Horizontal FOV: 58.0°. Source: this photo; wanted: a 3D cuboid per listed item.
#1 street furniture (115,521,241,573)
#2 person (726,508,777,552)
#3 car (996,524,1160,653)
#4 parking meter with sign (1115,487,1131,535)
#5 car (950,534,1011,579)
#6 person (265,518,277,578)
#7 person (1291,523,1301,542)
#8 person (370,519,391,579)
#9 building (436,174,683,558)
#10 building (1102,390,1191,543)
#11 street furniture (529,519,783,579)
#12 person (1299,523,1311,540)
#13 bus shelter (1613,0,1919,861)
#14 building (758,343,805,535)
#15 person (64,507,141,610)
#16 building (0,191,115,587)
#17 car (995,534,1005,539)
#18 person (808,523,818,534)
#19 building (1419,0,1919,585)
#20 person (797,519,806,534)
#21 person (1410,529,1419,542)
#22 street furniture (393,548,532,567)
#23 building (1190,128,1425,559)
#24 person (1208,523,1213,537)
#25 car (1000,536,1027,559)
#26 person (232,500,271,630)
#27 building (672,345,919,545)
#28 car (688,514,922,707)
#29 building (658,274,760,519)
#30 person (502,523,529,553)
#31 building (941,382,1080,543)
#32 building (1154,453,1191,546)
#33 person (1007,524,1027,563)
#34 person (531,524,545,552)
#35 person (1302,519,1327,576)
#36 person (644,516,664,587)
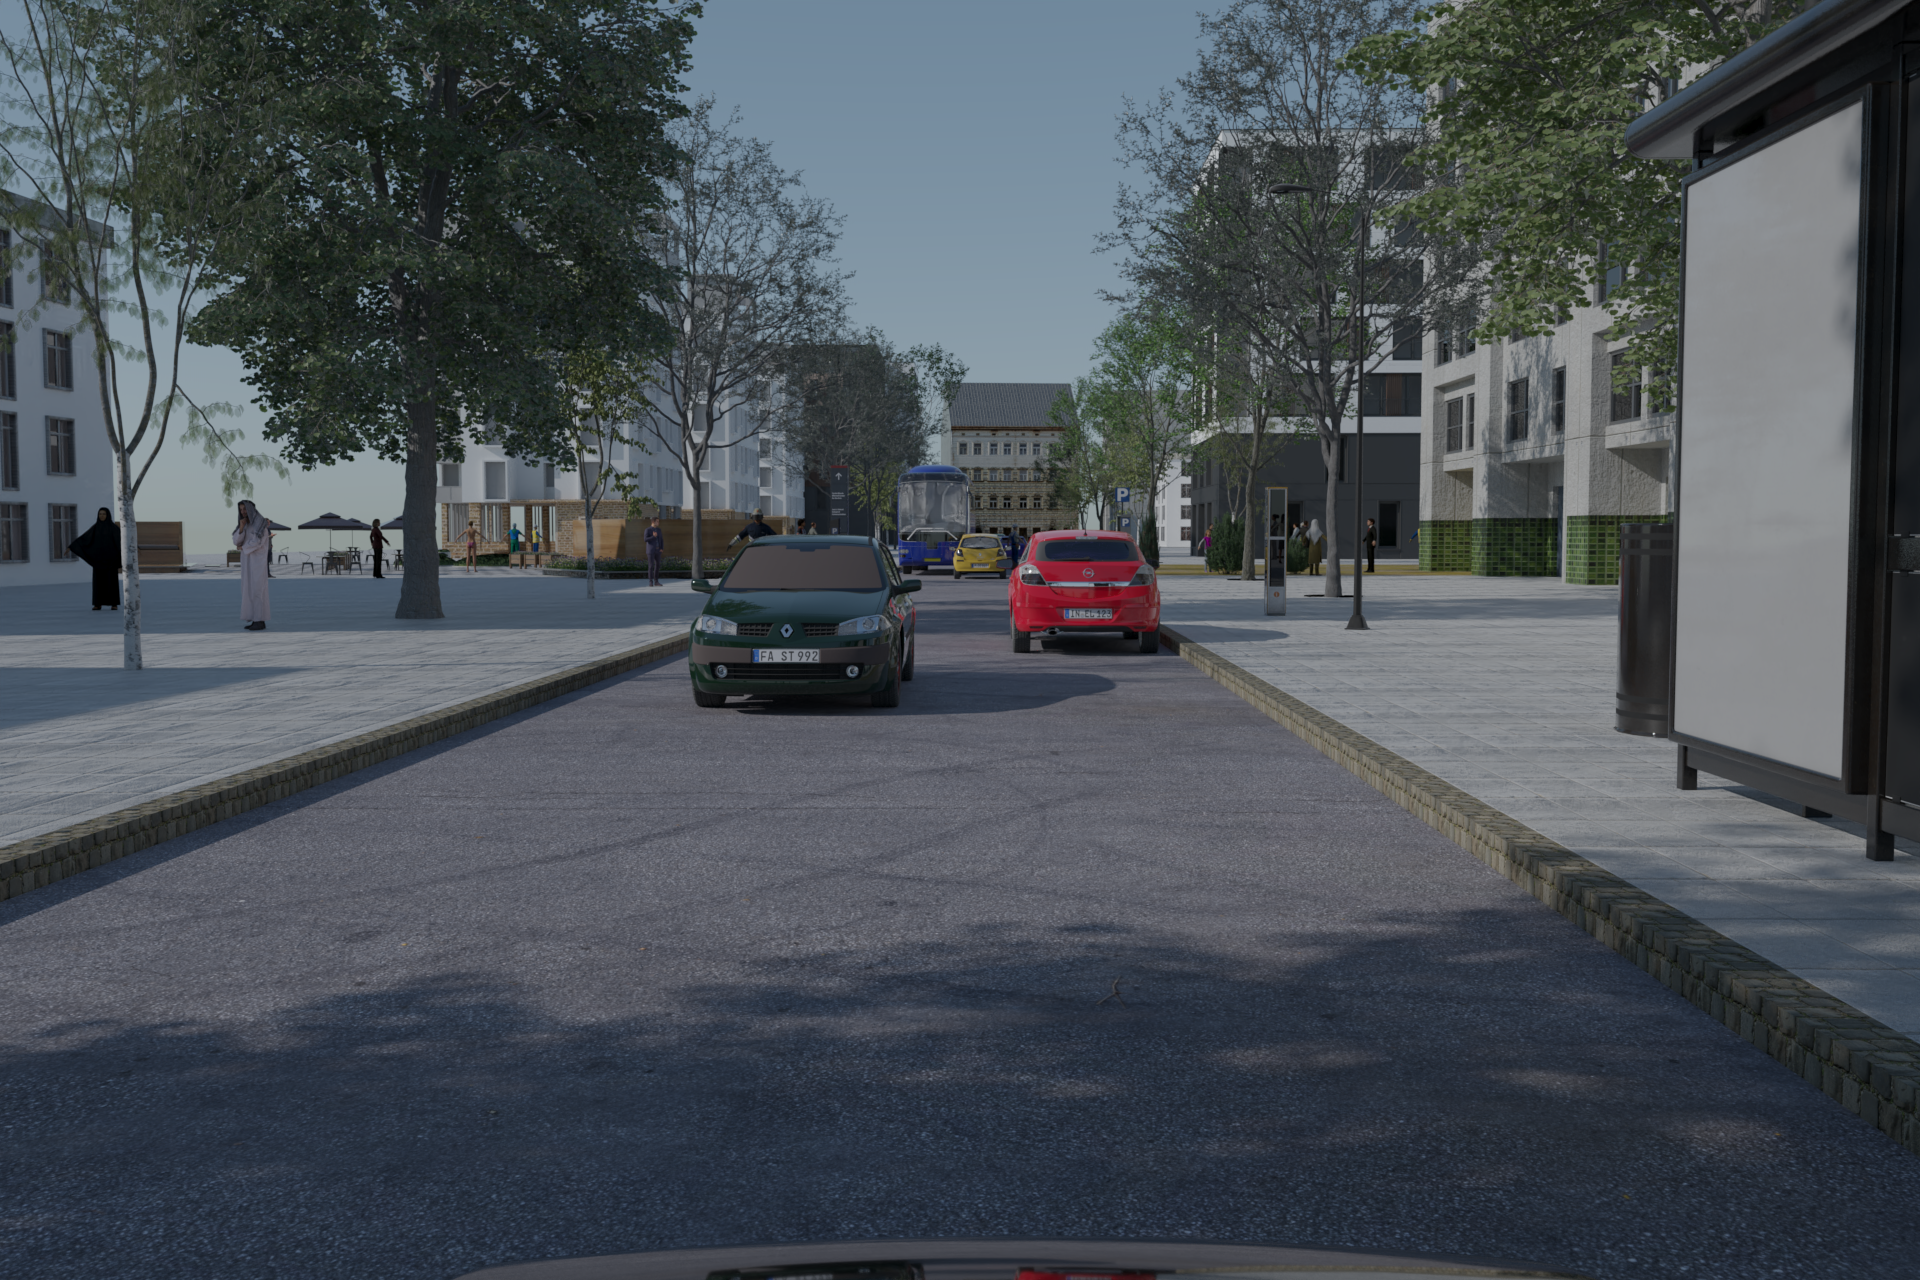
[{"bbox_3d":[-30.409,-3.225,59.587,11.010,1.723,9.812,-1,4,-22],"label":"street furniture"},{"bbox_3d":[-4.402,-1.948,37.719,1.351,1.845,0.704,0,4,-6],"label":"person"},{"bbox_3d":[1.542,-0.813,22.335,2.155,1.783,4.494,0,4,1],"label":"car"},{"bbox_3d":[6.059,-4.142,63.983,0.543,3.016,1.738,0,4,1],"label":"parking meter with sign"},{"bbox_3d":[0.661,-2.826,56.424,2.015,1.641,3.980,0,4,1],"label":"car"},{"bbox_3d":[-20.134,-2.695,50.641,0.750,1.759,0.617,1,4,16],"label":"person"},{"bbox_3d":[15.720,-4.586,81.166,0.705,1.806,1.347,2,4,30],"label":"person"},{"bbox_3d":[-16.770,-2.647,50.086,0.721,1.729,1.215,-3,5,-41],"label":"person"},{"bbox_3d":[-22.114,-14.443,92.556,16.016,20.090,11.380,0,4,1],"label":"building"},{"bbox_3d":[27.462,-21.668,220.733,16.747,18.905,31.486,0,4,1],"label":"building"},{"bbox_3d":[-9.562,-2.781,52.326,9.812,1.723,11.010,-2,4,-31],"label":"street furniture"},{"bbox_3d":[17.108,-4.934,86.438,1.354,1.858,0.705,-1,4,-12],"label":"person"},{"bbox_3d":[4.385,-1.803,7.112,2.179,5.291,8.768,0,4,1],"label":"bus shelter"},{"bbox_3d":[-21.930,-19.339,172.620,16.016,20.090,11.380,0,4,1],"label":"building"},{"bbox_3d":[-14.398,-1.366,29.115,1.214,1.737,0.721,-1,4,-9],"label":"person"},{"bbox_3d":[-24.299,-5.590,33.544,9.099,9.664,28.070,0,4,2],"label":"building"},{"bbox_3d":[3.503,-9.057,159.874,2.131,1.459,4.920,0,4,0],"label":"car"},{"bbox_3d":[-6.550,-4.373,77.762,0.705,1.796,1.348,-2,4,-34],"label":"person"},{"bbox_3d":[24.074,-10.868,44.156,16.747,18.905,31.486,0,4,1],"label":"building"},{"bbox_3d":[-5.661,-3.440,62.393,0.704,1.843,1.345,1,4,12],"label":"person"},{"bbox_3d":[19.847,-4.169,74.129,1.349,1.833,0.705,3,4,39],"label":"person"},{"bbox_3d":[-20.013,-3.421,71.565,5.734,0.657,10.072,0,4,-6],"label":"street furniture"},{"bbox_3d":[27.595,-15.879,103.599,27.936,21.610,32.646,0,4,2],"label":"building"},{"bbox_3d":[12.564,-4.911,86.436,0.704,1.812,1.346,2,4,31],"label":"person"},{"bbox_3d":[2.651,-4.571,87.308,1.945,1.354,3.894,0,4,1],"label":"car"},{"bbox_3d":[-9.519,-1.012,23.257,0.551,1.740,0.621,1,4,10],"label":"person"},{"bbox_3d":[-19.365,-21.971,203.198,27.936,21.610,32.646,0,4,1],"label":"building"},{"bbox_3d":[-1.324,-0.354,15.578,2.009,1.686,4.222,0,4,1],"label":"car"},{"bbox_3d":[-21.538,-16.568,127.302,16.016,20.090,11.380,0,4,2],"label":"building"},{"bbox_3d":[-21.549,-4.755,83.874,1.347,1.817,0.704,0,4,0],"label":"person"},{"bbox_3d":[6.919,-25.480,249.975,18.063,23.208,19.493,0,4,-5],"label":"building"},{"bbox_3d":[25.883,-14.528,179.675,9.099,9.664,28.070,0,4,1],"label":"building"},{"bbox_3d":[2.227,-3.737,69.412,0.705,1.847,1.347,-2,4,-32],"label":"person"},{"bbox_3d":[-21.429,-4.976,87.821,0.721,1.772,1.216,-3,5,-44],"label":"person"},{"bbox_3d":[10.991,-2.848,53.333,0.721,1.736,1.217,-2,4,-35],"label":"person"},{"bbox_3d":[-7.497,-2.170,42.438,0.541,1.710,0.530,-2,4,-35],"label":"person"}]
